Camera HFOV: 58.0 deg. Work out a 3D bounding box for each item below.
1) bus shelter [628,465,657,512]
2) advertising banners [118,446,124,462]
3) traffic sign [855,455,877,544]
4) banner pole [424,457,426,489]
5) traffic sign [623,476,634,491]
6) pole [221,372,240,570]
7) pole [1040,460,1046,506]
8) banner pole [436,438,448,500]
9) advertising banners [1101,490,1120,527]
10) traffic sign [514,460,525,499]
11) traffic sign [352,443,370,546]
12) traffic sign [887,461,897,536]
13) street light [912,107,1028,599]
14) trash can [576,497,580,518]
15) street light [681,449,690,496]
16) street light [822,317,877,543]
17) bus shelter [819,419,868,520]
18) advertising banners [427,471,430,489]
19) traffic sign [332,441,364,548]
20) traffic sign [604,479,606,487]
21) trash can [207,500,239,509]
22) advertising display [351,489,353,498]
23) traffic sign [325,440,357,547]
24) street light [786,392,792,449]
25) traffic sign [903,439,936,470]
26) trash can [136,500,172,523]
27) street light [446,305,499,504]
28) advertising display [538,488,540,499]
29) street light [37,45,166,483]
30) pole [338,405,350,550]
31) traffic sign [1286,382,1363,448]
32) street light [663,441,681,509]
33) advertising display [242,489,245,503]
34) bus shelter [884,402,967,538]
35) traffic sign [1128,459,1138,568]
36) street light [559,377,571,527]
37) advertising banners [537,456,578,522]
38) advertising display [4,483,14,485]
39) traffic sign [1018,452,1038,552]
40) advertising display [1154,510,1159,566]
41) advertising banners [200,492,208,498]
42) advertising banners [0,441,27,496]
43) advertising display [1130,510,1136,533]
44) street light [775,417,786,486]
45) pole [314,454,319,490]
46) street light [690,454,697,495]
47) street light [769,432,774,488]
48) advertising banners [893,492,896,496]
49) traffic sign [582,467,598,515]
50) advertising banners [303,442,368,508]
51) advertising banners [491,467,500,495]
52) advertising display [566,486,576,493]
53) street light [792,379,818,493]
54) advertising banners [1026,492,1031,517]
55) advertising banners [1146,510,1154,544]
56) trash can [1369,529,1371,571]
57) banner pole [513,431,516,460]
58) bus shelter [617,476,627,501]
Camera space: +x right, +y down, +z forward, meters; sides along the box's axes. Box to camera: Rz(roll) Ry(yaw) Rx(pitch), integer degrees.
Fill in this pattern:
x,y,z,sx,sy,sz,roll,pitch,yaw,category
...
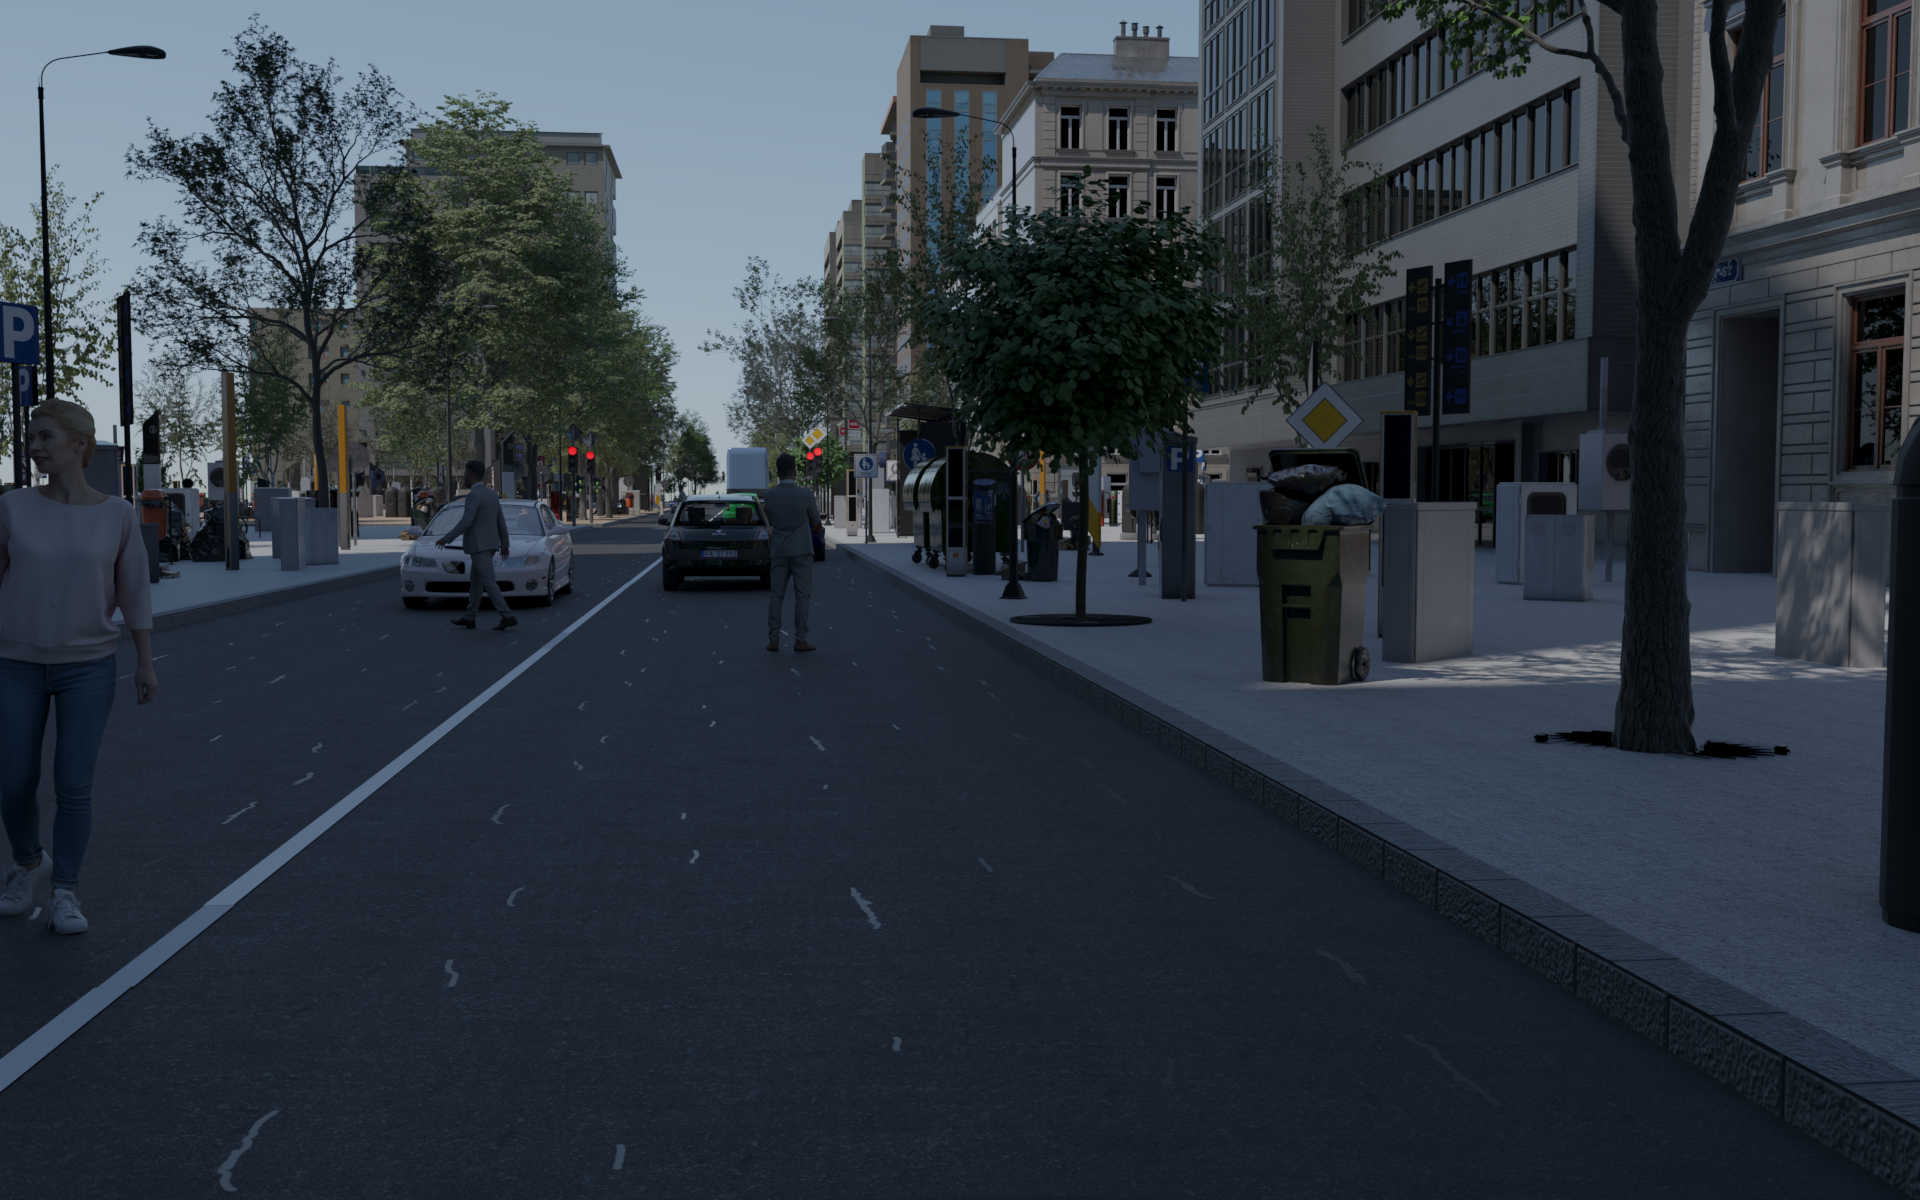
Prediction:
x,y,z,sx,sy,sz,roll,pitch,yaw,category
-23.621,-9.154,127.305,2.179,5.291,8.768,0,4,-7,bus shelter
-31.200,-4.087,63.016,2.074,3.025,0.090,1,4,18,advertising banners
-2.406,-2.585,44.393,0.606,2.300,0.079,0,4,-6,traffic sign
-33.485,-7.246,108.489,0.401,3.779,0.863,-1,4,-20,banner pole
-22.825,-7.291,119.310,0.768,2.556,0.104,0,4,-2,traffic sign
-12.271,-2.157,29.117,0.158,3.312,0.155,0,3,0,pole
2.725,-3.866,57.058,0.158,3.312,0.155,0,3,0,pole
-23.061,-5.339,77.307,0.401,3.779,0.863,2,4,28,banner pole
5.548,-4.420,68.452,0.090,3.025,2.074,-3,5,-40,advertising banners
-16.746,-3.981,65.200,0.768,2.556,0.104,0,4,0,traffic sign
-15.021,-2.620,42.948,0.768,2.556,0.104,0,4,-5,traffic sign
-1.940,-3.124,53.205,0.606,2.300,0.079,0,4,1,traffic sign
0.119,-2.965,21.017,1.470,5.913,1.316,0,4,-7,street light
-20.153,-4.865,91.200,0.748,1.137,0.748,0,3,0,trash can
-28.643,-12.500,176.919,1.470,5.913,1.316,0,4,-7,street light
-2.905,-4.469,45.605,1.470,5.913,1.316,0,4,-7,street light
-6.040,-6.863,89.836,2.179,5.291,8.768,0,4,-7,bus shelter
-40.802,-8.397,133.484,0.090,3.025,2.074,0,4,-4,advertising banners
-14.646,-2.529,41.458,0.768,2.556,0.104,0,4,1,traffic sign
-27.693,-8.341,136.483,0.768,2.556,0.104,0,4,-6,traffic sign
-18.066,-1.887,42.504,0.748,1.137,0.748,0,3,0,trash can
-47.470,-7.950,135.197,0.974,1.923,0.123,2,4,33,advertising display
-15.039,-2.565,41.935,0.884,2.594,0.081,0,4,-3,traffic sign
-7.036,-6.503,78.858,1.470,5.913,1.316,0,4,-7,street light
-0.929,-2.432,39.869,0.768,2.556,0.104,0,4,-1,traffic sign
-18.181,-1.680,39.118,0.748,1.137,0.748,0,3,0,trash can
-12.034,-4.289,42.662,1.470,5.913,1.316,0,4,-7,street light
-34.179,-8.213,139.503,0.974,1.923,0.123,2,4,34,advertising display
-8.924,-2.783,18.037,1.470,5.913,1.316,0,4,-7,street light
-14.121,-2.805,39.704,0.158,3.312,0.155,0,3,0,pole
3.749,-1.021,17.885,0.795,2.450,0.064,0,4,1,traffic sign
-25.548,-11.000,152.389,1.470,5.913,1.316,0,4,-7,street light
-54.805,-7.776,132.345,0.123,1.923,0.974,-2,4,-29,advertising display
-0.964,-3.445,47.615,1.731,3.624,6.357,0,4,-7,bus shelter
2.944,-1.725,28.305,0.768,2.556,0.104,0,4,2,traffic sign
-14.993,-5.798,67.341,1.470,5.913,1.316,0,4,-7,street light
-18.511,-5.084,79.316,2.074,3.025,0.090,-3,4,-37,advertising banners
-52.753,-5.584,96.504,0.974,1.923,0.123,0,4,6,advertising display
1.379,-2.328,38.171,0.768,2.556,0.104,0,4,-4,traffic sign
3.580,-1.560,30.724,0.123,1.923,0.974,0,4,2,advertising display
-56.842,-8.275,131.488,2.074,3.025,0.090,1,4,14,advertising banners
-32.768,-3.891,59.801,0.090,3.025,2.074,0,4,-6,advertising banners
5.489,-2.842,51.685,0.974,1.923,0.123,-2,4,-32,advertising display
-10.163,-8.038,103.963,1.470,5.913,1.316,0,4,-7,street light
-32.728,-5.767,88.126,0.158,3.312,0.155,0,3,0,pole
-31.711,-14.000,201.448,1.470,5.913,1.316,0,4,-7,street light
-13.161,-9.515,128.106,1.470,5.913,1.316,0,4,-7,street light
-3.766,-6.905,109.080,0.090,3.025,2.074,1,4,20,advertising banners
-17.113,-4.894,80.125,0.768,2.556,0.104,0,4,-6,traffic sign
-20.928,-3.787,58.112,2.074,3.025,0.090,-2,4,-25,advertising banners
-29.847,-7.045,111.370,0.090,3.025,2.074,-2,4,-28,advertising banners
-32.224,-8.463,143.580,0.123,1.923,0.974,3,5,43,advertising display
-5.873,-5.946,69.752,1.470,5.913,1.316,0,4,-7,street light
2.731,-5.559,87.070,2.074,3.025,0.090,0,4,-5,advertising banners
4.909,-3.015,45.476,0.090,3.025,2.074,0,4,-1,advertising banners
6.235,-0.975,27.587,0.748,1.137,0.748,0,3,0,trash can
-17.662,-4.799,68.478,0.401,3.779,0.863,0,4,1,banner pole
-27.085,-9.034,141.625,2.014,3.302,5.546,0,4,-7,bus shelter
